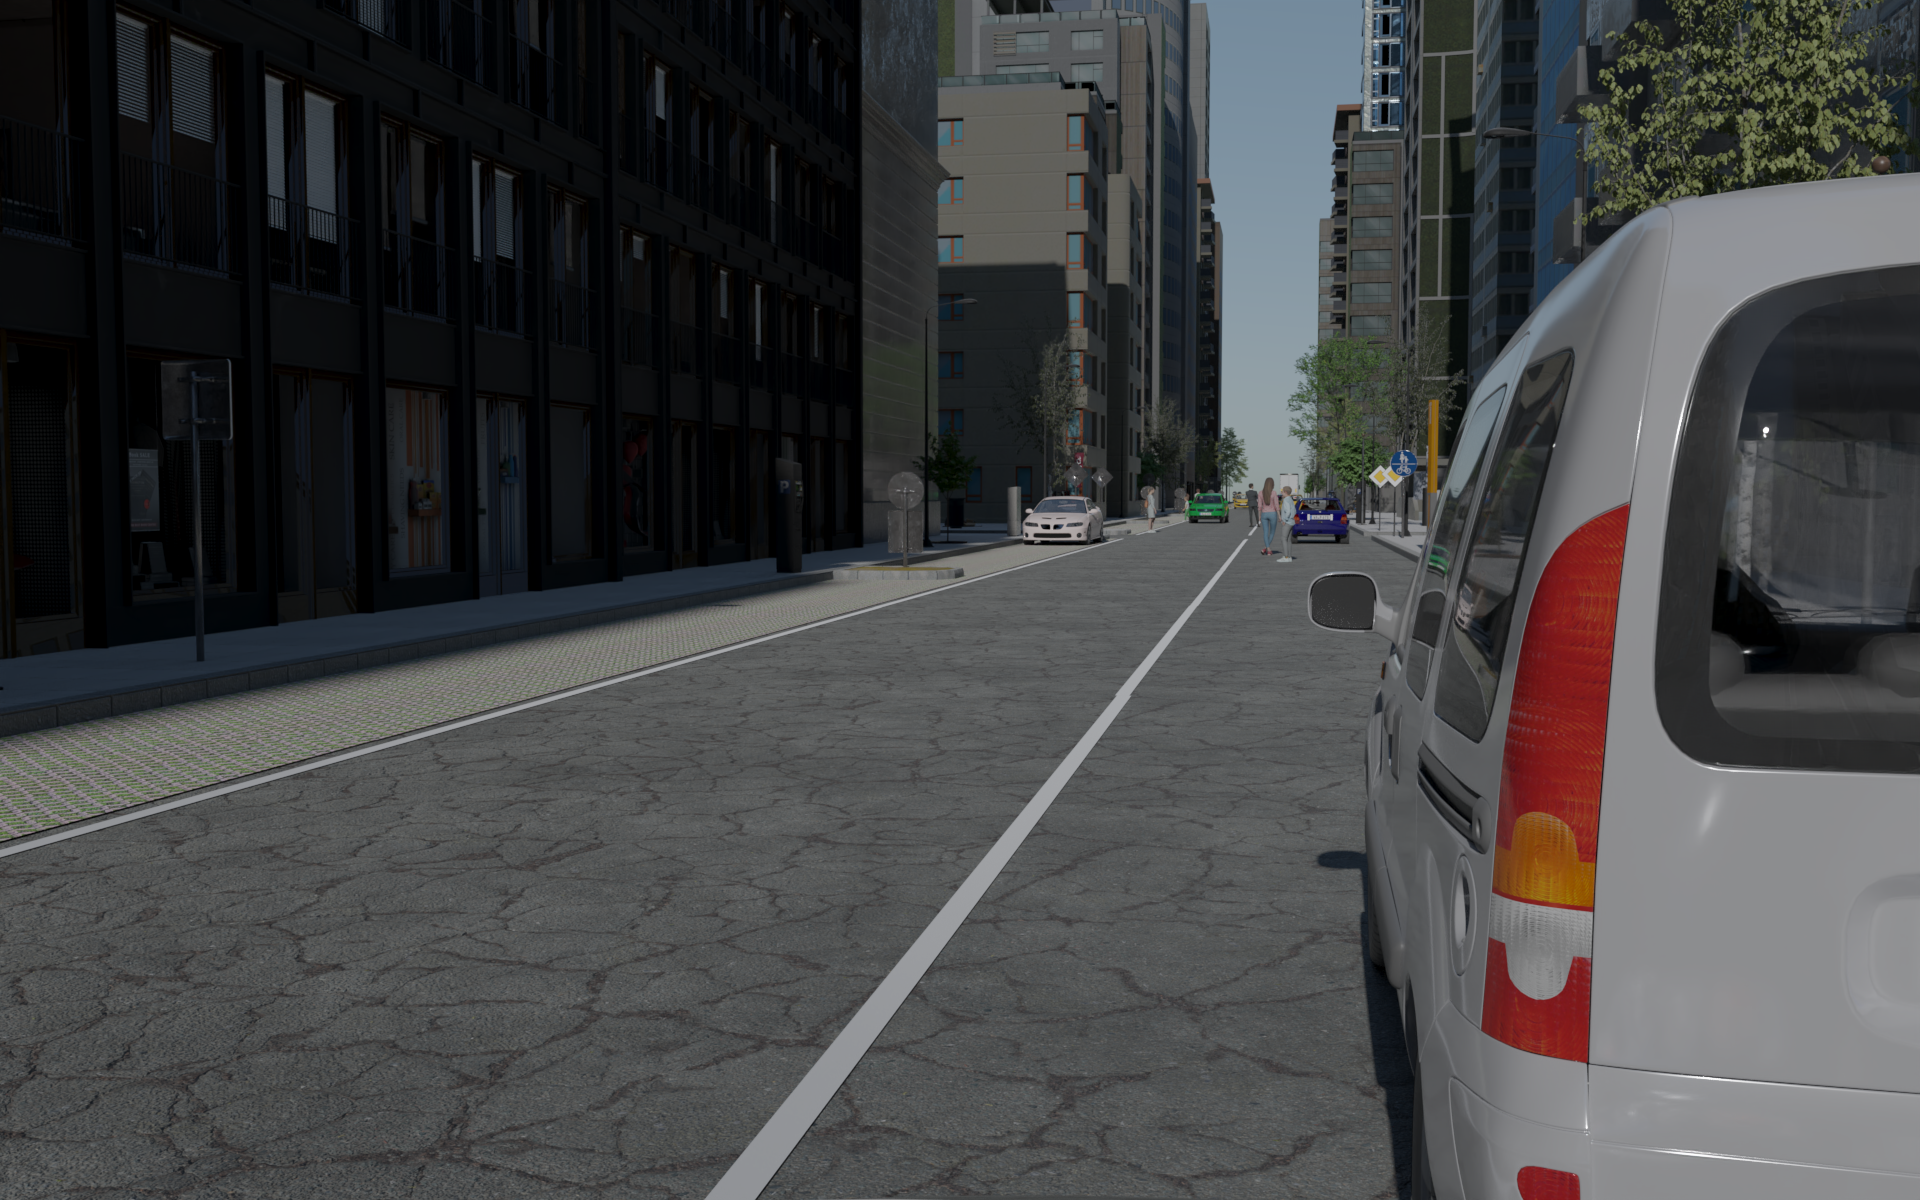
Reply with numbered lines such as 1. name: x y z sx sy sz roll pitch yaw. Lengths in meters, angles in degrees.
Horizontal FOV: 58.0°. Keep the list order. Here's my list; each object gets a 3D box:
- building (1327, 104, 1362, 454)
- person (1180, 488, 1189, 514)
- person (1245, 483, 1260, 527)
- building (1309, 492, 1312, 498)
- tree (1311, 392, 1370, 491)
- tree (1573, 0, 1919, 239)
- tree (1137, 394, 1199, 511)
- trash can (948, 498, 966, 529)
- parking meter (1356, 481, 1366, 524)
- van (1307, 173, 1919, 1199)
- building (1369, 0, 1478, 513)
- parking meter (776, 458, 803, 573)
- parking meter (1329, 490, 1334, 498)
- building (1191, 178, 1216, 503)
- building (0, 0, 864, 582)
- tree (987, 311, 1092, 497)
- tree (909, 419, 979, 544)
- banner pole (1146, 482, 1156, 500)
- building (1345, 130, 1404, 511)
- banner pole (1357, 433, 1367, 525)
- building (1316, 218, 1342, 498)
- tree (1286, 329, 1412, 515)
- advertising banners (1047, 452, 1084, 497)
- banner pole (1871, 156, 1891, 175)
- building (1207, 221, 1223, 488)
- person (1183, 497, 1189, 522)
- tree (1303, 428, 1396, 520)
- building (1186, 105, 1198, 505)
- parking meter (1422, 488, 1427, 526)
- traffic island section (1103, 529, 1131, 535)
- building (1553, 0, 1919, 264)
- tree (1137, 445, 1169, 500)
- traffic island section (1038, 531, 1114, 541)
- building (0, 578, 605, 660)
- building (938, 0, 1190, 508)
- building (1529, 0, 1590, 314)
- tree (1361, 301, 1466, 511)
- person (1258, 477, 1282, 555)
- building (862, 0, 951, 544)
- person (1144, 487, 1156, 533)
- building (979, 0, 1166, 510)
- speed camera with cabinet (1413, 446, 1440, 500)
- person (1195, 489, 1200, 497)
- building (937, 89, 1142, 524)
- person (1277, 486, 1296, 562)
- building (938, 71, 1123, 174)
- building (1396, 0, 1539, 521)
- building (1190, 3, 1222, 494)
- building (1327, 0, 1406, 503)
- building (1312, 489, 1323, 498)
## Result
1. building: 52.142 -32.803 190.953 22.147 44.769 28.867 1 4 10
2. person: 15.345 -6.732 118.532 0.822 1.834 0.622 0 4 0
3. person: 12.723 -4.122 75.254 0.648 1.900 0.474 1 4 12
4. building: 72.250 -35.692 275.437 32.217 40.220 23.993 1 4 10
5. tree: 27.208 -10.635 124.238 4.737 8.622 4.395 0 3 0
6. tree: 8.165 -4.125 17.805 4.737 8.622 4.395 0 3 0
7. tree: 15.700 -11.120 132.177 4.360 8.622 3.978 0 3 0
8. trash can: -0.149 -3.234 64.537 0.748 1.137 0.748 0 3 0
9. parking meter: 17.338 -4.233 74.925 0.255 1.863 0.399 -2 4 -31
10. van: 1.792 0.194 3.848 2.013 2.044 4.112 1 4 12
11. building: 39.684 -41.663 119.441 20.563 71.187 20.611 1 4 10
12. parking meter: -2.773 -1.373 28.168 0.399 1.863 0.255 2 4 27
13. parking meter: 25.355 -6.719 118.274 0.372 1.533 0.369 0 3 0
14. building: 23.226 -35.550 235.874 22.147 44.769 28.867 1 4 10
15. building: -9.802 -12.509 34.208 12.332 23.373 15.834 1 4 10
16. tree: 3.407 -7.237 68.690 4.360 8.622 3.978 0 3 0
17. tree: -0.213 -3.083 45.005 1.663 3.219 1.824 0 3 0
18. banner pole: 13.555 -8.156 123.365 0.863 3.779 0.401 0 3 0
19. building: 38.417 -22.513 139.782 14.160 30.474 14.107 1 4 10
20. banner pole: 16.704 -5.007 71.879 0.401 3.779 0.863 1 4 9
21. building: 60.153 -35.065 256.901 14.154 41.232 14.086 1 4 10
22. tree: 24.094 -11.153 108.111 9.928 11.665 9.643 0 3 0
23. advertising banners: 4.432 -4.708 73.163 2.074 3.025 0.090 3 5 43
24. banner pole: 6.831 -1.417 13.178 0.401 3.779 0.863 0 4 1
25. building: 34.670 -38.339 276.955 14.600 45.320 14.200 1 4 10
26. person: 11.862 -4.743 90.297 0.590 1.304 0.306 -1 4 -14
27. tree: 19.848 -6.249 85.882 4.285 4.588 4.351 0 3 0
28. building: 19.999 -33.645 200.202 14.600 45.320 14.200 1 4 10
29. parking meter: 18.736 -3.735 69.477 0.372 1.533 0.369 0 3 0
30. traffic island section: 5.060 -2.436 62.115 2.009 0.180 2.903 1 4 10
31. building: 24.386 -25.268 32.742 23.786 49.044 30.456 1 4 10
32. tree: 12.232 -8.087 115.928 4.285 4.588 4.351 0 3 0
33. traffic island section: 3.600 -1.956 54.263 2.009 0.180 2.903 1 4 10
34. building: -12.438 -11.524 18.095 12.332 23.373 15.834 1 4 10
35. building: 10.490 -38.109 165.089 21.231 58.520 28.212 1 4 10
36. building: 29.824 -25.355 64.666 14.200 45.320 14.600 1 4 10
37. tree: 17.373 -7.139 67.078 4.360 8.622 3.978 0 3 0
38. person: 7.242 -1.955 40.473 0.555 1.821 0.388 1 4 16
39. building: -13.552 -15.442 49.745 25.104 27.353 12.463 1 4 10
40. person: 7.092 -3.350 64.282 0.522 1.701 0.512 -1 4 -10
41. building: 9.502 -28.180 144.329 14.154 41.232 14.086 1 4 10
42. speed camera with cabinet: 19.727 -4.724 71.576 2.038 3.252 0.660 -2 4 -24
43. person: 14.836 -6.023 107.538 0.480 1.755 0.524 1 4 18
44. building: -5.483 -15.034 90.852 27.650 21.520 28.899 1 4 10
45. person: 6.928 -1.614 36.692 0.330 1.601 0.589 2 4 34
46. building: 3.817 -21.469 122.723 14.160 30.474 14.107 1 4 10
47. building: 39.135 -24.136 86.512 32.217 40.220 23.993 1 4 10
48. building: 28.967 -50.233 259.553 20.563 71.187 20.611 1 4 10
49. building: 46.171 -51.799 159.589 22.319 86.520 31.000 1 4 10
50. building: 65.338 -33.299 236.322 32.217 40.220 23.993 1 4 10
